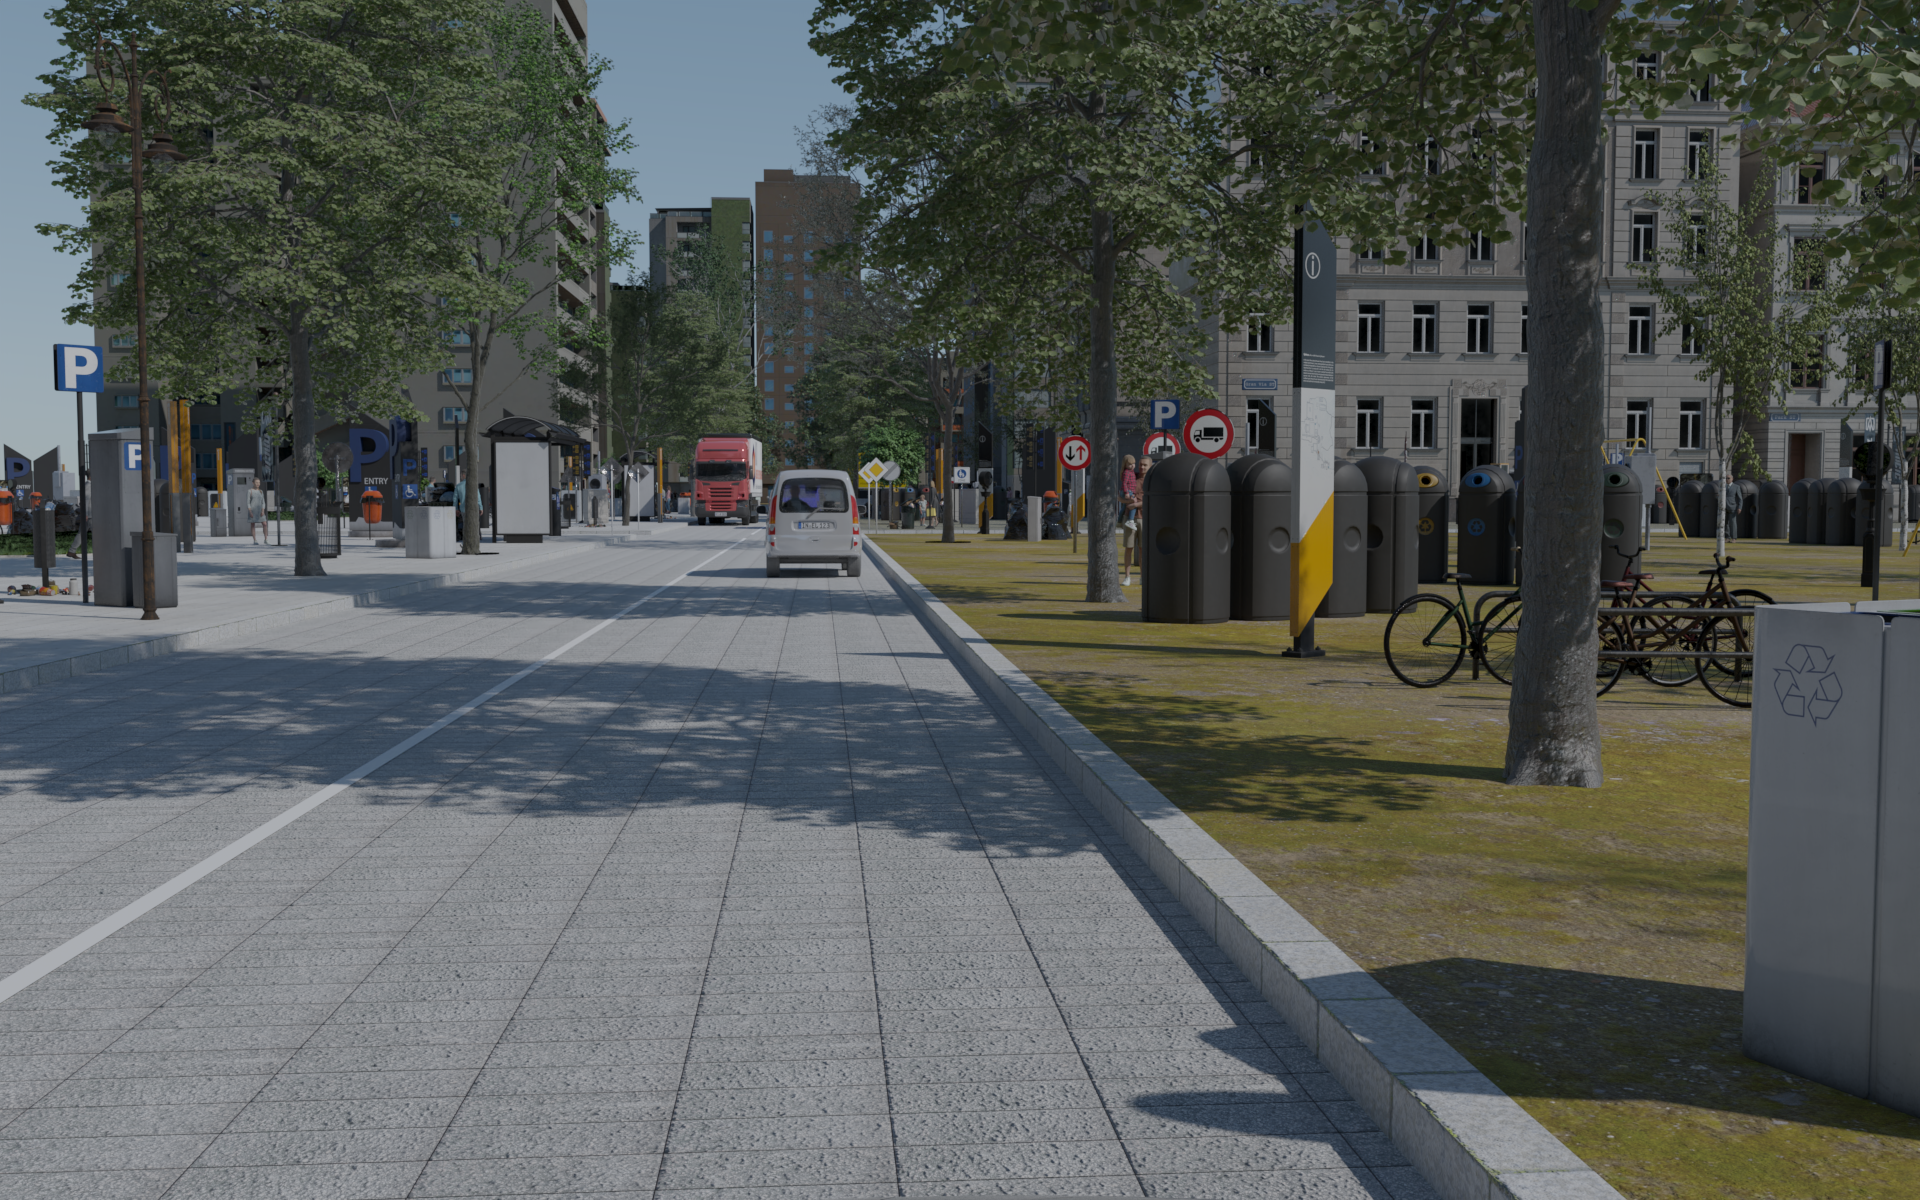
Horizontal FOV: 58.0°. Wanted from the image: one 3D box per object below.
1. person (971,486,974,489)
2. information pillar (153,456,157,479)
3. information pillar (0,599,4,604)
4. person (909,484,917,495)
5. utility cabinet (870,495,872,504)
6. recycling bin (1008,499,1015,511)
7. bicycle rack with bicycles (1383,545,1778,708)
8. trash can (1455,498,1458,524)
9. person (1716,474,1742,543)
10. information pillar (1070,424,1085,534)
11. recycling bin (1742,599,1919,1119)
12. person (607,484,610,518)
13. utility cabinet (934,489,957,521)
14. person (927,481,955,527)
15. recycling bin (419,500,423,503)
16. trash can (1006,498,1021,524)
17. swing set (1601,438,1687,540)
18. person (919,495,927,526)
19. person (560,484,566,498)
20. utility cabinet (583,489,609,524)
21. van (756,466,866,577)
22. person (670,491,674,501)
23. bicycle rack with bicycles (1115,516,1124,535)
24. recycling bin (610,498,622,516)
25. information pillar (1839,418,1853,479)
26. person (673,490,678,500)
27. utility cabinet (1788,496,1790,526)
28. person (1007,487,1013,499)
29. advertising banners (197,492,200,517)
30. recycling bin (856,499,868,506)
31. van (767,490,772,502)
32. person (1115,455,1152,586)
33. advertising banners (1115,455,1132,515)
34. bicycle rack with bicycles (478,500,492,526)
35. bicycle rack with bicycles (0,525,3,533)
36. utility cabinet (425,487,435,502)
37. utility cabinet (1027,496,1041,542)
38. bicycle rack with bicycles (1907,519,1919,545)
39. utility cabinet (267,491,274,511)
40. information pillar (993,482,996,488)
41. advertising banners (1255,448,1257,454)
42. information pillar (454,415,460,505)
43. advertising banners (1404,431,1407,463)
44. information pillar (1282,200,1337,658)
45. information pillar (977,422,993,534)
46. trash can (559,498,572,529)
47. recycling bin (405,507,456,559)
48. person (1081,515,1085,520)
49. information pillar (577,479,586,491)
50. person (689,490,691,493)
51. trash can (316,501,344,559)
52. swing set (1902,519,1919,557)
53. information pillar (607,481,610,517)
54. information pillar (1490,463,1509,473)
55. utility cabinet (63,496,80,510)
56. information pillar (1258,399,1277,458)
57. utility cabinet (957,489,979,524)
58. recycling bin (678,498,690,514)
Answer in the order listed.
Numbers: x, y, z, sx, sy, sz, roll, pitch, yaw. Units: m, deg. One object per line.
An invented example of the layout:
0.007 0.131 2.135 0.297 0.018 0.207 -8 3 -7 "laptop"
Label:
0.775 -6.542 113.096 0.391 1.810 0.635 0 4 -4 "person"
-49.904 -7.095 107.365 0.183 3.616 0.504 -3 5 -44 "information pillar"
-11.429 -1.764 20.200 0.504 3.616 0.183 2 4 35 "information pillar"
-2.684 -5.608 97.542 0.655 1.846 0.447 3 4 36 "person"
-4.948 -5.235 96.758 0.306 1.237 1.020 0 4 3 "utility cabinet"
2.828 -5.152 96.796 0.722 1.027 0.722 3 5 41 "recycling bin"
4.220 0.137 11.142 2.925 0.926 2.852 0 4 6 "bicycle rack with bicycles"
20.355 -3.567 69.980 0.748 1.137 0.748 0 3 0 "trash can"
20.138 -2.397 45.414 0.661 1.801 0.590 3 5 43 "person"
3.790 -3.945 55.861 0.504 3.616 0.183 3 4 38 "information pillar"
2.250 0.537 3.776 0.722 1.027 0.722 -2 4 -25 "recycling bin"
-19.127 -5.342 93.363 0.580 1.828 0.573 1 4 16 "person"
-0.666 -4.365 80.040 1.173 1.500 0.318 -1 4 -9 "utility cabinet"
-0.792 -3.780 68.055 1.509 1.804 0.699 -3 5 -43 "person"
-23.044 -3.698 73.018 0.722 1.027 0.722 -1 4 -9 "recycling bin"
2.222 -3.688 71.949 0.748 1.137 0.748 0 3 0 "trash can"
18.958 -3.213 50.147 2.862 2.851 3.119 0 4 -4 "swing set"
-1.476 -3.602 69.618 0.332 1.250 0.352 0 4 3 "person"
-22.850 -5.731 99.647 0.656 1.842 0.836 3 4 38 "person"
-15.593 -4.008 74.210 0.318 1.500 1.173 2 4 34 "utility cabinet"
-2.671 -1.481 31.221 2.013 2.044 4.112 0 4 -6 "van"
-33.009 -11.696 198.068 0.445 1.727 0.742 0 4 6 "person"
6.224 -2.456 53.534 2.925 0.926 2.852 -2 4 -28 "bicycle rack with bicycles"
-20.097 -5.443 101.539 0.722 1.027 0.722 2 4 26 "recycling bin"
27.189 -3.783 53.210 0.183 3.616 0.504 -1 4 -11 "information pillar"
-34.006 -12.249 206.840 1.217 1.766 0.721 -1 4 -19 "person"
32.999 -3.550 69.198 0.306 1.237 1.020 2 4 31 "utility cabinet"
3.545 -7.311 125.580 0.555 1.821 0.388 2 4 32 "person"
-43.397 -6.164 96.962 2.074 3.025 0.090 1 4 21 "advertising banners"
-5.454 -5.073 95.501 0.722 1.027 0.722 1 4 13 "recycling bin"
-16.252 -9.032 154.686 2.013 2.044 4.112 0 4 -6 "van"
2.450 -1.117 24.285 0.580 1.828 0.573 -3 5 -41 "person"
7.072 -5.070 79.088 0.090 3.025 2.074 -3 5 -40 "advertising banners"
-19.656 -3.372 68.510 2.852 0.926 2.925 2 4 30 "bicycle rack with bicycles"
-25.010 -1.778 42.454 2.852 0.926 2.925 3 4 37 "bicycle rack with bicycles"
-15.309 -2.629 51.666 1.173 1.500 0.318 -2 4 -27 "utility cabinet"
2.037 -2.205 47.213 0.306 1.237 1.020 0 4 8 "utility cabinet"
25.548 -1.885 44.203 2.852 0.926 2.925 -3 5 -42 "bicycle rack with bicycles"
-47.415 -6.817 120.136 1.173 1.500 0.318 0 4 -8 "utility cabinet"
2.033 -6.110 104.387 0.304 2.012 0.304 0 4 -5 "information pillar"
11.191 -4.213 65.067 0.090 3.025 2.074 0 4 3 "advertising banners"
-14.774 -3.643 50.924 0.183 3.616 0.504 -1 4 -20 "information pillar"
12.289 -3.150 47.690 0.090 3.025 2.074 1 4 13 "advertising banners"
2.777 -1.363 13.648 0.504 3.616 0.183 -3 5 -45 "information pillar"
0.818 -3.952 55.962 0.504 3.616 0.183 2 4 25 "information pillar"
-14.657 -3.193 63.856 0.748 1.137 0.748 0 3 0 "trash can"
-10.598 -1.352 34.664 0.722 1.027 0.722 2 4 27 "recycling bin"
5.763 -4.891 85.849 0.795 1.843 0.661 -2 4 -25 "person"
-17.933 -4.746 82.093 0.304 2.012 0.304 -2 4 -33 "information pillar"
-27.539 -10.360 176.145 1.217 1.735 0.721 2 4 32 "person"
-12.654 -1.397 34.494 0.748 1.137 0.748 0 3 0 "trash can"
21.111 -2.269 34.721 3.119 2.851 2.862 -2 4 -26 "swing set"
-19.645 -5.613 96.258 0.304 2.012 0.304 -2 4 -23 "information pillar"
12.992 -2.279 41.751 0.304 2.012 0.304 -2 4 -31 "information pillar"
-25.867 -2.417 50.687 1.020 1.237 0.306 3 5 42 "utility cabinet"
7.516 -3.126 42.473 0.504 3.616 0.183 3 5 42 "information pillar"
0.445 -3.966 73.530 0.318 1.500 1.173 -3 4 -36 "utility cabinet"
-18.070 -6.166 113.364 0.722 1.027 0.722 0 4 -4 "recycling bin"
